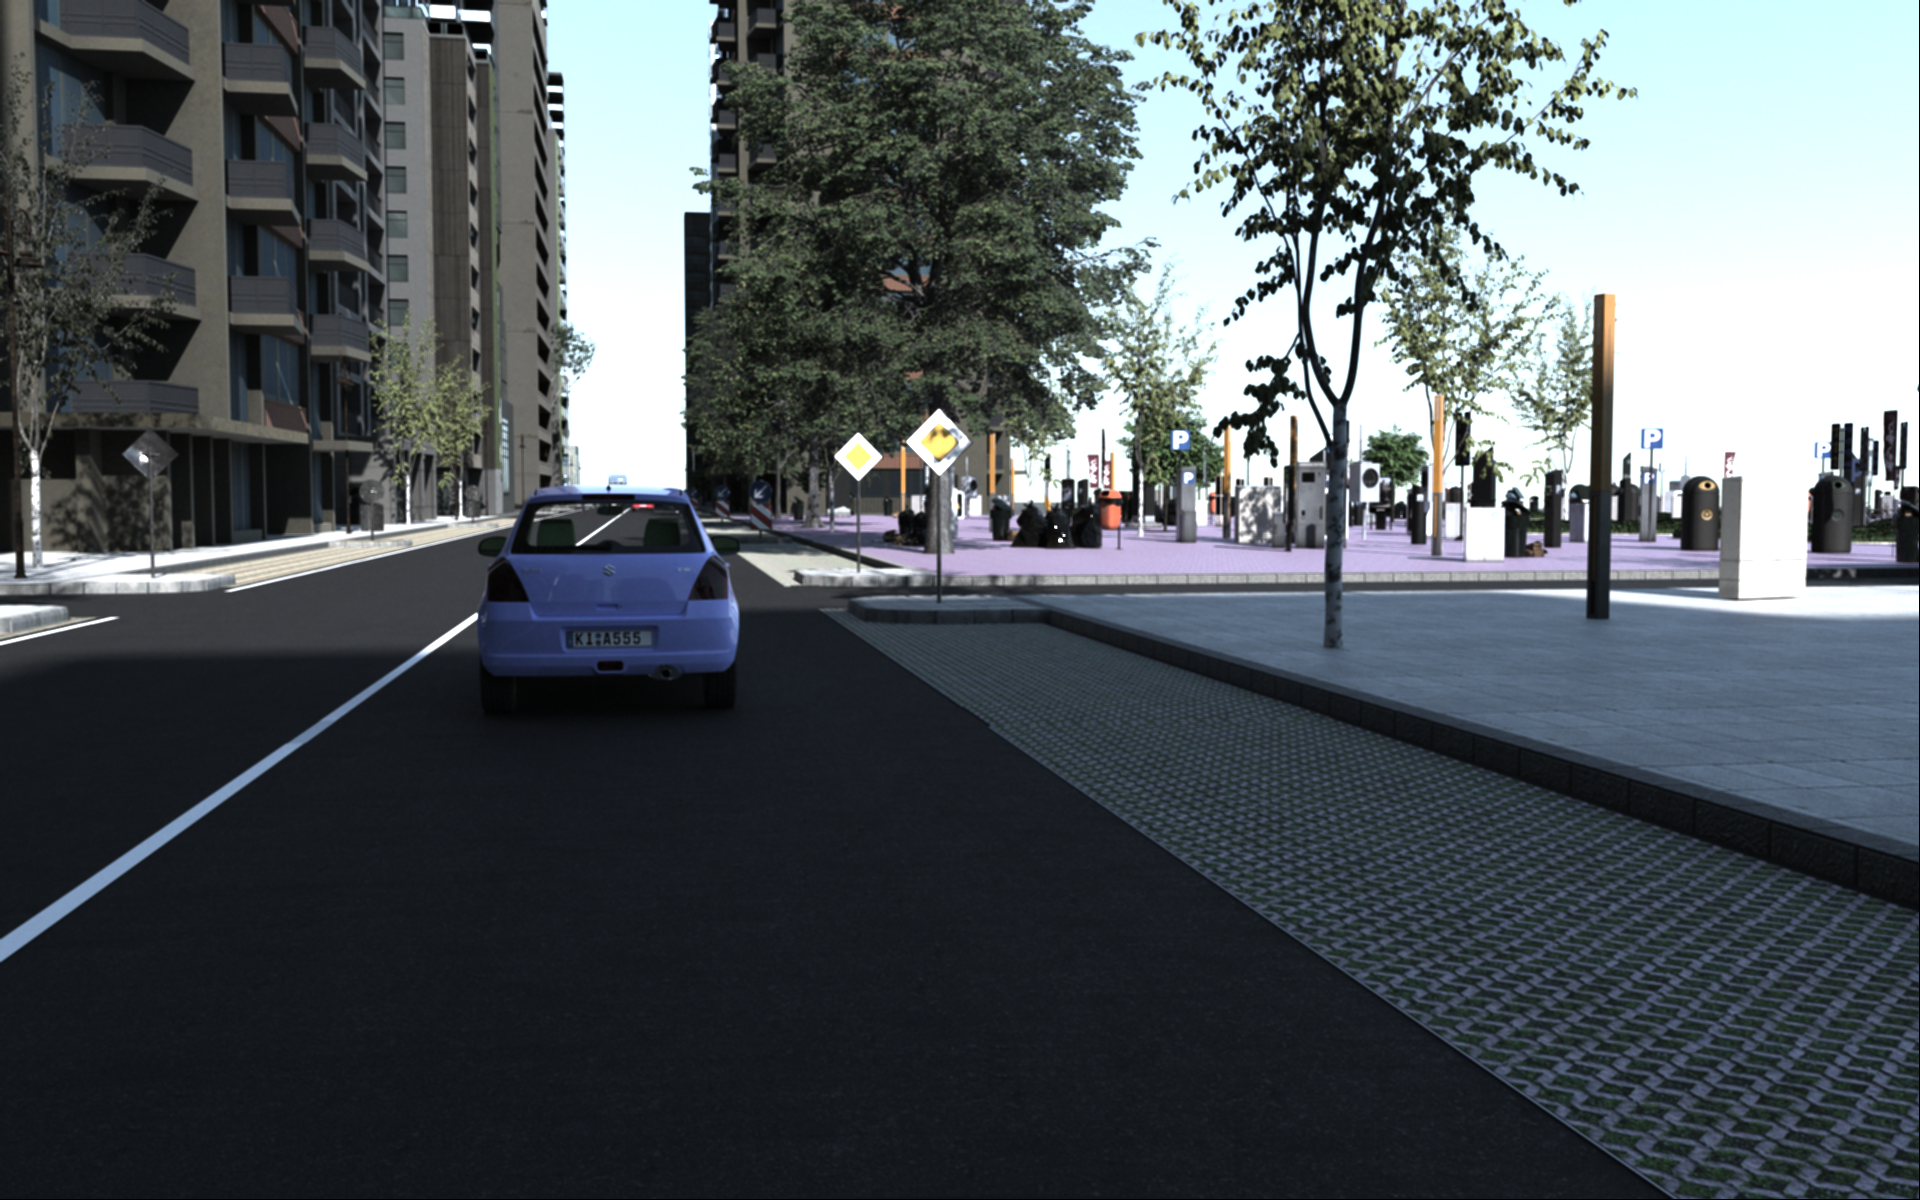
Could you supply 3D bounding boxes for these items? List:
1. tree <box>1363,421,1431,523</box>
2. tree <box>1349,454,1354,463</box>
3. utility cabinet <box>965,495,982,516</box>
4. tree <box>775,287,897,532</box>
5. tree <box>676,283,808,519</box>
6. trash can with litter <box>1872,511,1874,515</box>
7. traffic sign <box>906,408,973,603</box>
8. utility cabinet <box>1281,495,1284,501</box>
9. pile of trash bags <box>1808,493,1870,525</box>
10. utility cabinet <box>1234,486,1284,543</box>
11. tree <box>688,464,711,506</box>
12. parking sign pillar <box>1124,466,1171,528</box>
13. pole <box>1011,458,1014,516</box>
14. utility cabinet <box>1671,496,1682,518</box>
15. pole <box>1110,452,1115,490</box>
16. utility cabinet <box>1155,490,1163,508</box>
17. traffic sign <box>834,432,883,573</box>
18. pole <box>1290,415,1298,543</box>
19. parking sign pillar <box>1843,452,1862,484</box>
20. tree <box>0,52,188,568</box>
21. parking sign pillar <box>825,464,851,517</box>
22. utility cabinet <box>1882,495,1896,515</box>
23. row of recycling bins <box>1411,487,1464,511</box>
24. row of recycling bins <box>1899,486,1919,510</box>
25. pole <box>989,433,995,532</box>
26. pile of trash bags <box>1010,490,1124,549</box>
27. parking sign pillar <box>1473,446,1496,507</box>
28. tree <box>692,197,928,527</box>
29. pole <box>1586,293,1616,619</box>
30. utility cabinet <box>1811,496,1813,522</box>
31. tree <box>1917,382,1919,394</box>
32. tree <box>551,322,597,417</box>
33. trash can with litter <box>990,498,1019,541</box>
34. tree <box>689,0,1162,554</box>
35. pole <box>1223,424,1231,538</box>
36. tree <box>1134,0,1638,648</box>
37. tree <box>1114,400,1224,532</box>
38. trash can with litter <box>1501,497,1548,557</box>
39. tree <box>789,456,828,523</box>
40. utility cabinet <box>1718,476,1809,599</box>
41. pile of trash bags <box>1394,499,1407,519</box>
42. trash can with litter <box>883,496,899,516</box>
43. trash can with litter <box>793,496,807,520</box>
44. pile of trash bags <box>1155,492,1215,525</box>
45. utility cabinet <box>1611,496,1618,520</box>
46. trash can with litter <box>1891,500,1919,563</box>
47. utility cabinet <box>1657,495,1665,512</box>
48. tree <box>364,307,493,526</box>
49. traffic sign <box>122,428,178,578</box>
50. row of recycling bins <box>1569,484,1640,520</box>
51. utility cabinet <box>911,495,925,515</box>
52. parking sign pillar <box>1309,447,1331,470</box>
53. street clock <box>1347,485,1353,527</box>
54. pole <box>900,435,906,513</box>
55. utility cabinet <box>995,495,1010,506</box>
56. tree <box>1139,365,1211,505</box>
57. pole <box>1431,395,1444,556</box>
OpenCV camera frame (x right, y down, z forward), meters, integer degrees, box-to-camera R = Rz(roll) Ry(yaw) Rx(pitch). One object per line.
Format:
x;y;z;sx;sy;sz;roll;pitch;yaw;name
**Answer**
19.569;-5.776;78.145;4.285;4.588;4.351;0;3;0;tree
18.505;-5.384;82.636;1.663;3.219;1.824;0;3;0;tree
0.794;-5.660;103.708;1.020;1.237;0.306;-2;4;-32;utility cabinet
-4.243;-6.580;57.943;4.360;8.622;3.978;0;3;0;tree
-9.164;-10.848;87.742;12.009;13.543;11.850;0;3;0;tree
55.481;-5.685;104.340;1.055;1.170;0.624;-2;4;-29;trash can with litter
-0.248;-1.020;20.328;0.795;2.450;0.064;-1;4;-10;traffic sign
18.081;-5.323;98.184;1.020;1.237;0.306;2;4;26;utility cabinet
36.388;-3.839;72.520;1.912;1.369;3.447;-1;4;-18;pile of trash bags
7.759;-2.227;45.083;1.173;1.500;0.318;-1;4;-14;utility cabinet
-27.991;-12.553;188.947;4.285;4.588;4.351;0;3;0;tree
7.028;-4.757;66.242;1.447;3.967;1.447;-1;4;-16;parking sign pillar
3.012;-6.437;99.087;0.158;3.312;0.155;0;3;0;pole
28.428;-3.467;67.854;1.020;1.237;0.306;1;4;15;utility cabinet
7.417;-5.535;84.335;0.158;3.312;0.155;0;3;0;pole
9.785;-4.877;88.423;1.173;1.500;0.318;3;5;44;utility cabinet
-1.656;-1.501;28.188;0.795;2.450;0.064;-1;4;-10;traffic sign
8.676;-3.132;45.044;0.158;3.312;0.155;0;3;0;pole
48.464;-6.453;93.985;1.447;3.967;1.447;-2;4;-34;parking sign pillar
-15.878;-4.872;30.016;4.360;8.622;3.978;0;3;0;tree
-6.788;-6.603;96.439;1.447;3.967;1.447;-1;4;-17;parking sign pillar
53.940;-5.492;100.951;0.306;1.237;1.020;-3;5;-43;utility cabinet
26.226;-5.402;95.443;3.534;1.692;1.069;-2;4;-27;row of recycling bins
50.069;-5.147;91.264;1.069;1.692;3.534;2;4;24;row of recycling bins
1.086;-3.923;57.982;0.158;3.312;0.155;0;3;0;pole
2.737;-1.926;41.241;1.912;1.369;3.447;-2;4;-33;pile of trash bags
29.766;-6.718;98.312;1.447;3.967;1.447;-2;4;-34;parking sign pillar
-5.597;-9.176;67.039;9.611;12.733;9.660;0;3;0;tree
6.574;-1.462;17.755;0.158;3.312;0.155;0;3;0;pole
27.376;-2.704;55.379;0.306;1.237;1.020;2;4;25;utility cabinet
5.055;-3.414;6.180;4.737;8.622;4.395;0;3;0;tree
-43.445;-19.455;173.983;12.611;20.169;13.585;0;3;0;tree
1.328;-2.200;47.350;1.055;1.170;0.624;3;5;43;trash can with litter
-0.563;-7.971;36.974;9.857;13.997;8.962;0;3;0;tree
7.725;-3.440;50.082;0.158;3.312;0.155;0;3;0;pole
3.296;-3.919;14.432;4.737;8.622;4.395;0;3;0;tree
6.917;-4.596;58.865;4.285;4.588;4.351;0;3;0;tree
11.447;-1.465;35.335;1.055;1.170;0.624;-2;4;-30;trash can with litter
-6.600;-5.063;77.383;1.663;3.219;1.824;0;3;0;tree
9.813;-0.764;21.162;1.173;1.500;0.318;-2;4;-26;utility cabinet
22.998;-4.876;89.478;3.447;1.369;1.912;-1;4;-21;pile of trash bags
-3.997;-5.526;101.734;1.055;1.170;0.624;-1;4;-9;trash can with litter
-7.660;-4.488;84.766;1.055;1.170;0.624;1;4;10;trash can with litter
9.440;-3.806;71.975;3.447;1.369;1.912;-2;4;-28;pile of trash bags
24.546;-3.299;65.098;0.306;1.237;1.020;1;4;22;utility cabinet
18.002;-1.280;32.317;1.055;1.170;0.624;1;4;19;trash can with litter
39.407;-5.262;97.191;1.020;1.237;0.306;1;4;9;utility cabinet
-21.936;-7.270;69.227;4.737;8.622;4.395;0;3;0;tree
-12.285;-1.387;26.313;0.795;2.450;0.064;-1;4;-10;traffic sign
26.199;-3.876;70.488;1.069;1.692;3.534;-2;4;-25;row of recycling bins
-2.306;-5.413;99.664;1.020;1.237;0.306;2;4;28;utility cabinet
18.496;-6.108;88.336;1.447;3.967;1.447;2;4;30;parking sign pillar
15.348;-3.886;68.109;0.358;2.002;0.471;0;4;0;street clock
-1.968;-4.029;59.711;0.158;3.312;0.155;0;3;0;pole
2.057;-4.678;87.648;1.020;1.237;0.306;-3;5;-43;utility cabinet
11.679;-8.987;97.305;4.360;8.622;3.978;0;3;0;tree
9.884;-2.567;35.820;0.158;3.312;0.155;0;3;0;pole
